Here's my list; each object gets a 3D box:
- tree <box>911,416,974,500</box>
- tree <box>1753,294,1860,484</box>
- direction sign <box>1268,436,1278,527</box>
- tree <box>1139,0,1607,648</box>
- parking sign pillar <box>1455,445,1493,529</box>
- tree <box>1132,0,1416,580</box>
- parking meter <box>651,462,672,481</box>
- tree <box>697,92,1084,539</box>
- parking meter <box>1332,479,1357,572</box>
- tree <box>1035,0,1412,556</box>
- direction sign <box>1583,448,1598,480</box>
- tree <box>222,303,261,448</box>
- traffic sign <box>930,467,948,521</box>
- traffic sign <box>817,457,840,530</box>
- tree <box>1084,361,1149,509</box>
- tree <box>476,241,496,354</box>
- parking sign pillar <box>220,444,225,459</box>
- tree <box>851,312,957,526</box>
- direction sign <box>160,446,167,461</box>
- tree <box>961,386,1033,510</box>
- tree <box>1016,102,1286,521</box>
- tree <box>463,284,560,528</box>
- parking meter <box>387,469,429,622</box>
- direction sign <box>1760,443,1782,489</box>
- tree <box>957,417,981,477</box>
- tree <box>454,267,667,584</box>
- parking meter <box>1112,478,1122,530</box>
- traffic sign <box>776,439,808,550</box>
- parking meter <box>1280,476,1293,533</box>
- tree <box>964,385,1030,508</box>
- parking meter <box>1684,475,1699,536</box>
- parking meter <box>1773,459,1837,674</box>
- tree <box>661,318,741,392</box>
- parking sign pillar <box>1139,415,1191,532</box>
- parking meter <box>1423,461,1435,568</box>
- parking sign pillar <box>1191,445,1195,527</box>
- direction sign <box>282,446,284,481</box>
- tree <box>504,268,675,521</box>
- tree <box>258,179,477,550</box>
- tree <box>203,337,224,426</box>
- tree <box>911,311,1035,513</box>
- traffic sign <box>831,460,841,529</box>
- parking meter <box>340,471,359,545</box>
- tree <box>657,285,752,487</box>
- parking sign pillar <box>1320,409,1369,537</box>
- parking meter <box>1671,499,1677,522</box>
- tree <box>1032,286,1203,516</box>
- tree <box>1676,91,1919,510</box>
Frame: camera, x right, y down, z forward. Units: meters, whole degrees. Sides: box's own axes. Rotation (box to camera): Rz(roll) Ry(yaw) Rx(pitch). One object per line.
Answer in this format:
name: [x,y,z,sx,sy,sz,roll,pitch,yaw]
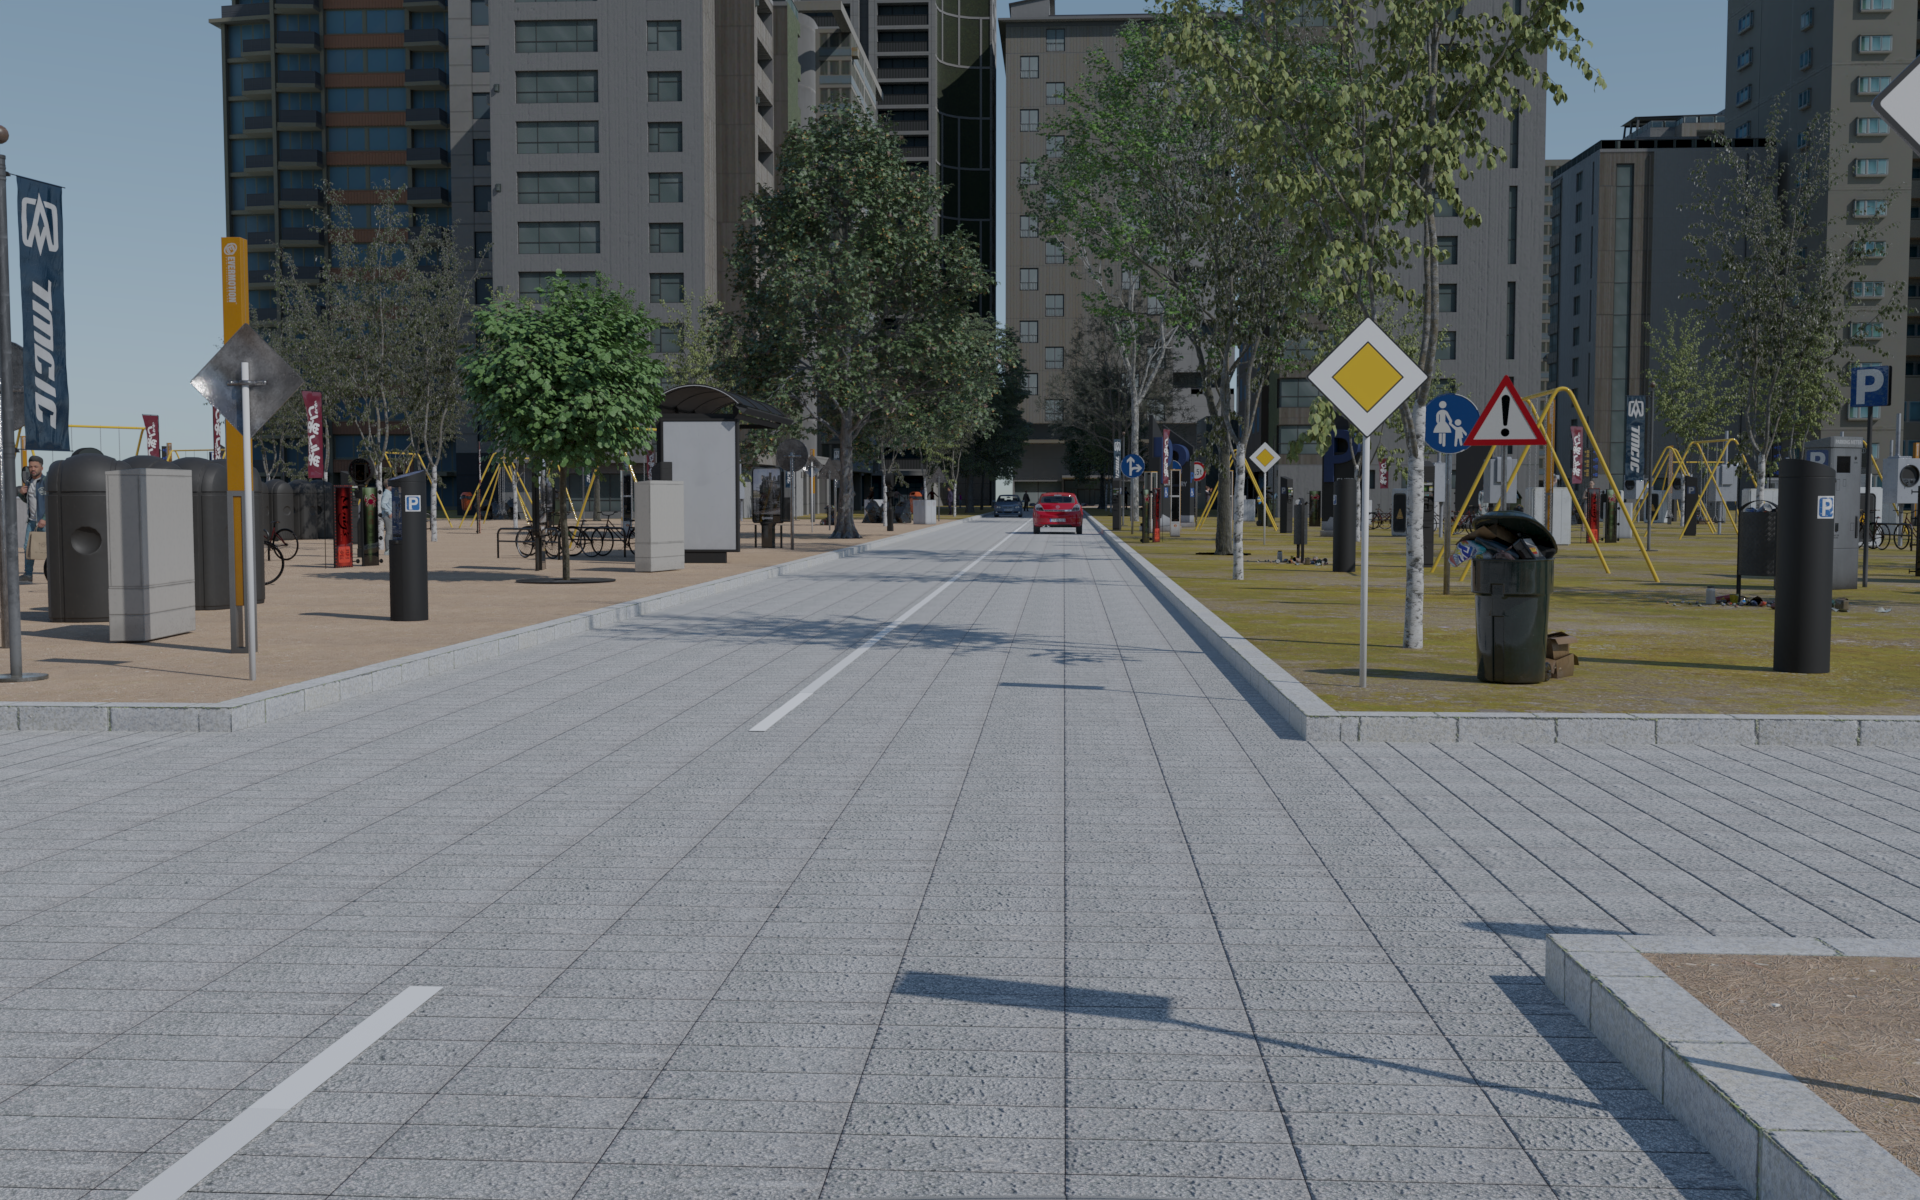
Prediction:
tree: [-1.577,-8.293,85.958,4.737,8.622,4.395,0,3,0]
tree: [30.047,-6.840,62.199,4.737,8.622,4.395,0,3,0]
direction sign: [12.213,-4.613,67.421,0.379,3.537,0.876,1,4,10]
tree: [3.568,-3.911,14.307,4.737,8.622,4.395,0,3,0]
parking sign pillar: [19.032,-4.625,64.087,1.447,3.967,1.447,1,4,22]
tree: [4.372,-4.619,25.884,4.360,8.622,3.978,0,3,0]
parking meter: [-5.406,-1.574,31.442,0.255,1.863,0.399,-3,4,-37]
tree: [-3.204,-8.125,49.846,9.611,12.733,9.660,0,3,0]
parking meter: [6.334,-1.230,28.526,0.372,1.533,0.369,0,3,0]
tree: [5.382,-6.749,36.103,9.928,11.665,9.643,0,3,0]
direction sign: [30.968,-5.693,85.077,0.876,3.537,0.379,-1,4,-22]
tree: [-21.371,-6.551,57.464,4.360,8.622,3.978,0,3,0]
traffic sign: [-0.988,-4.963,81.148,0.884,2.594,0.081,0,4,5]
traffic sign: [-4.605,-3.738,61.125,0.884,2.594,0.081,0,4,5]
tree: [12.186,-14.132,148.061,9.611,12.733,9.660,0,3,0]
tree: [-14.297,-5.898,46.793,4.360,8.622,3.978,0,3,0]
parking sign pillar: [-37.156,-6.097,88.164,1.447,3.967,1.447,-2,4,-27]
tree: [-2.741,-7.234,68.637,4.360,8.622,3.978,0,3,0]
direction sign: [-37.550,-5.466,81.369,0.379,3.537,0.876,3,4,36]
tree: [1.693,-12.516,139.052,8.767,10.594,7.601,0,4,5]
tree: [9.477,-13.737,80.493,12.611,20.169,13.585,0,3,0]
tree: [-15.565,-6.750,60.718,4.737,8.622,4.395,0,3,0]
parking meter: [-5.596,-0.560,17.560,0.372,1.533,0.369,0,3,0]
direction sign: [36.156,-5.219,77.322,0.876,3.537,0.379,2,4,29]
tree: [-0.405,-9.055,98.405,4.360,8.622,3.978,0,3,0]
tree: [-5.761,-2.543,25.299,4.285,4.588,4.351,0,3,0]
parking meter: [5.585,-3.419,61.611,0.255,1.863,0.399,1,4,18]
traffic sign: [-3.869,-2.432,39.870,0.768,2.556,0.104,1,4,10]
parking meter: [10.683,-3.116,56.651,0.255,1.863,0.399,-2,4,-33]
tree: [2.856,-14.660,157.822,7.486,12.596,7.792,0,3,0]
parking meter: [22.435,-2.900,53.123,0.399,1.863,0.255,2,4,23]
parking meter: [6.093,-0.250,12.498,0.372,1.533,0.369,0,3,0]
tree: [-10.322,-7.309,69.868,4.360,8.622,3.978,0,3,0]
parking sign pillar: [6.898,-4.345,59.514,1.447,3.967,1.447,2,4,26]
parking meter: [8.134,-1.505,30.310,0.255,1.863,0.399,0,4,2]
parking sign pillar: [8.378,-4.798,66.927,1.447,3.967,1.447,2,4,31]
direction sign: [-31.848,-5.476,81.534,0.379,3.537,0.876,-2,4,-25]
tree: [-17.217,-9.503,81.133,9.928,11.665,9.643,0,3,0]
tree: [-13.604,-5.461,39.656,4.360,8.622,3.978,0,3,0]
tree: [-26.526,-7.081,66.129,4.360,8.622,3.978,0,3,0]
tree: [0.753,-12.995,119.130,9.857,13.997,8.962,0,3,0]
traffic sign: [-4.608,-3.908,64.005,0.768,2.556,0.104,1,4,11]
parking meter: [-15.476,-2.339,43.952,0.399,1.863,0.255,2,4,25]
tree: [-8.831,-6.776,61.146,4.737,8.622,4.395,0,3,0]
parking sign pillar: [11.584,-3.892,52.112,1.447,3.967,1.447,2,4,34]
parking meter: [33.119,-4.576,80.530,0.255,1.863,0.399,-2,4,-29]
tree: [9.403,-11.672,101.210,12.009,13.543,11.850,0,3,0]
tree: [15.432,-5.041,32.785,4.360,8.622,3.978,0,3,0]
